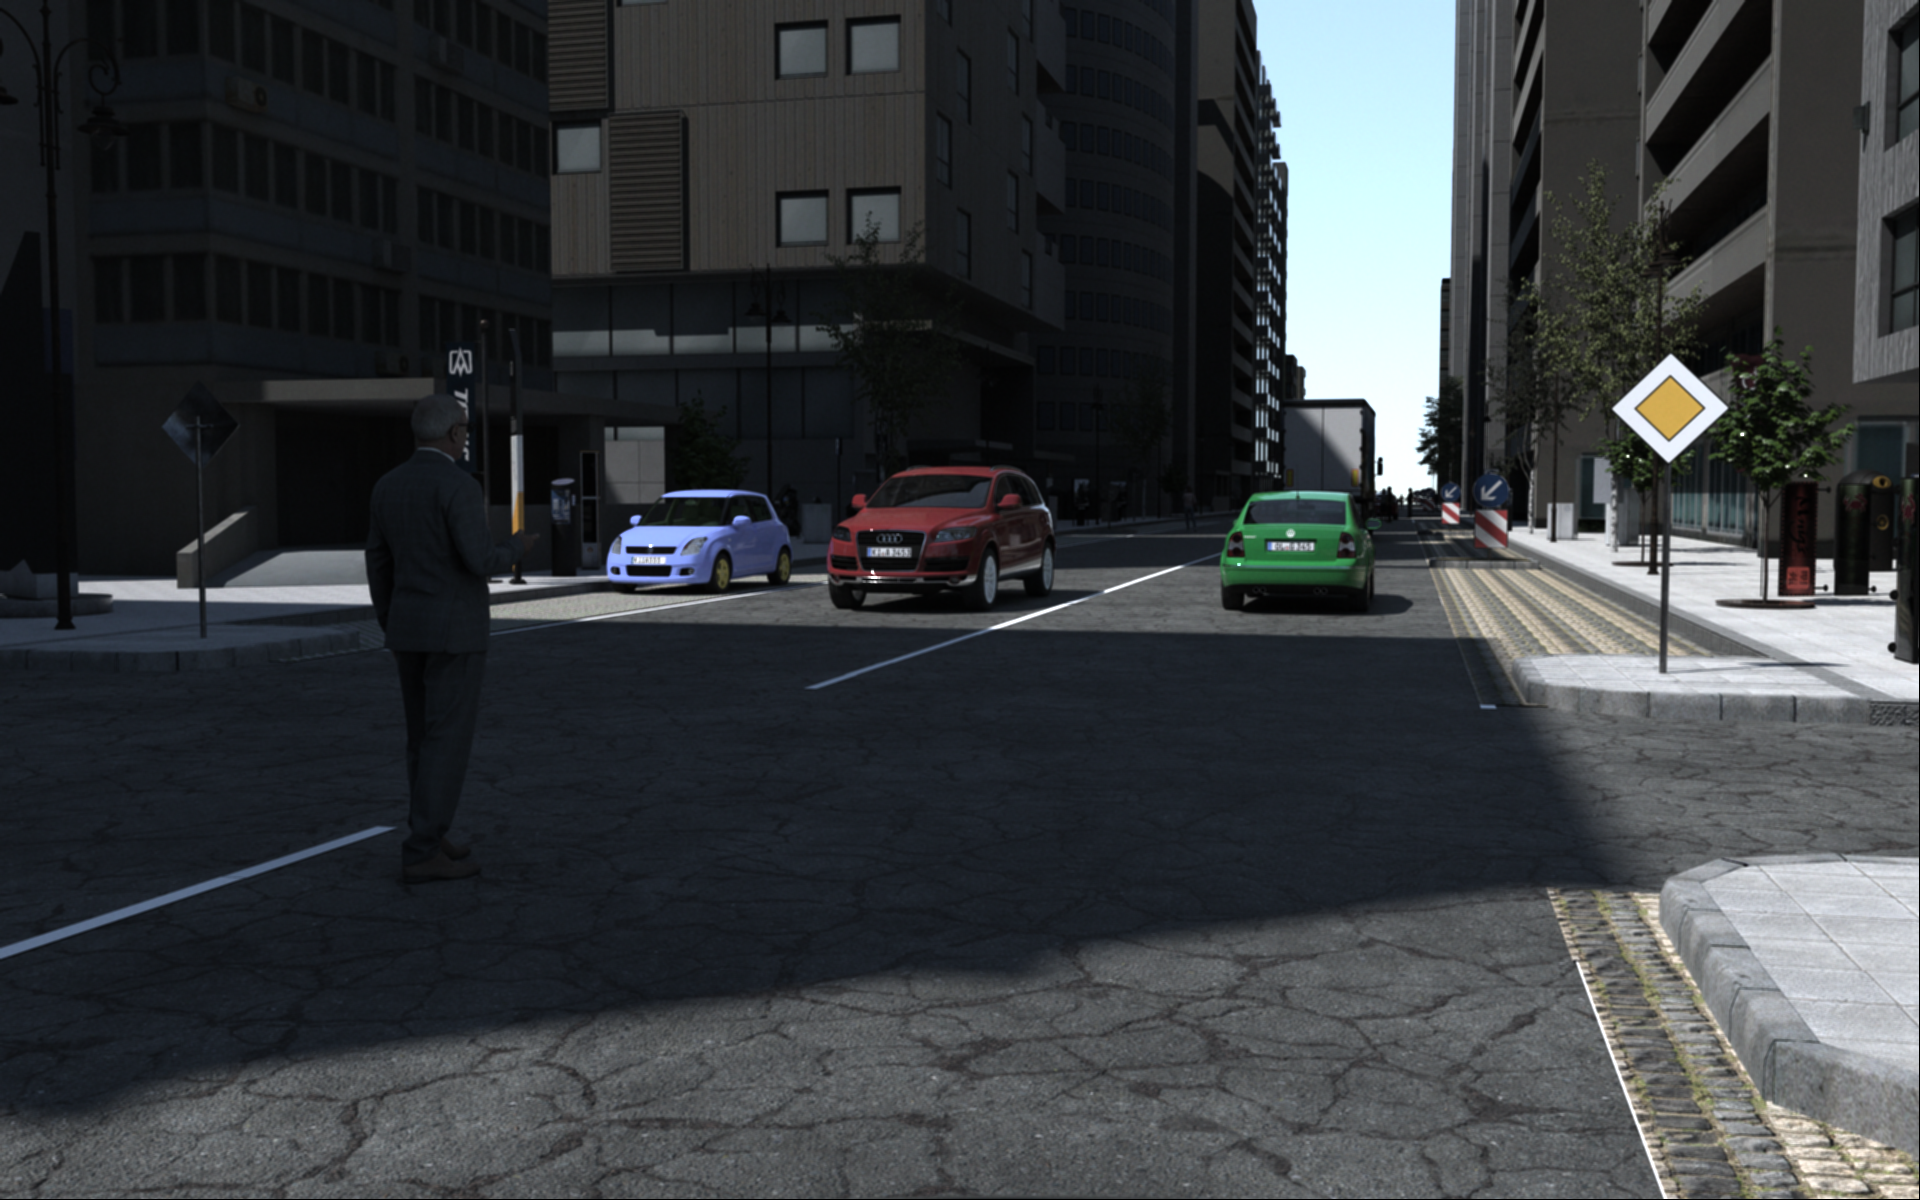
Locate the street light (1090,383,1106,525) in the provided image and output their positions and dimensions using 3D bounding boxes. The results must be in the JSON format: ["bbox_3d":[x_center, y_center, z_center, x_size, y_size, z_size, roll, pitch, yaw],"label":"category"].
[{"bbox_3d":[5.731,-6.075,72.115,0.468,5.910,1.993,1,4,14],"label":"street light"}]

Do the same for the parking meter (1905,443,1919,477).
[{"bbox_3d":[10.905,-0.847,19.559,0.255,1.863,0.399,-3,4,-38],"label":"parking meter"}]

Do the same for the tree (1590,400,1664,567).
[{"bbox_3d":[12.362,-2.222,30.929,1.663,3.219,1.824,0,3,0],"label":"tree"}]

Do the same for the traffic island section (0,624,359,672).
[{"bbox_3d":[-6.756,0.419,15.423,2.009,0.180,2.903,1,4,14],"label":"traffic island section"}]

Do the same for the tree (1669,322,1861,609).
[{"bbox_3d":[9.293,-1.528,19.591,1.663,3.219,1.824,0,3,0],"label":"tree"}]

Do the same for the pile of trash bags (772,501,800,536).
[{"bbox_3d":[-6.683,-2.628,52.720,3.447,1.369,1.912,-2,4,-23],"label":"pile of trash bags"}]

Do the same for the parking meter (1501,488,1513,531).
[{"bbox_3d":[18.955,-3.157,60.027,0.372,1.533,0.369,0,3,0],"label":"parking meter"}]

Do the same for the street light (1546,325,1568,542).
[{"bbox_3d":[15.870,-4.486,46.136,0.468,5.910,1.993,1,4,14],"label":"street light"}]

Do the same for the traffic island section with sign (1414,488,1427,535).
[{"bbox_3d":[17.071,-3.186,60.724,1.989,1.847,2.006,1,4,14],"label":"traffic island section with sign"}]

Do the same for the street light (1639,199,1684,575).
[{"bbox_3d":[11.059,-3.344,27.457,0.468,5.910,1.993,1,4,14],"label":"street light"}]

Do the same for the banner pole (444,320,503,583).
[{"bbox_3d":[-7.050,-2.141,25.029,0.863,3.779,0.401,1,4,15],"label":"banner pole"}]

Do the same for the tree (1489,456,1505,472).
[{"bbox_3d":[27.491,-5.734,88.359,1.663,3.219,1.824,0,3,0],"label":"tree"}]

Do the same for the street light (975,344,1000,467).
[{"bbox_3d":[0.850,-4.933,53.444,0.468,5.910,1.993,1,4,14],"label":"street light"}]

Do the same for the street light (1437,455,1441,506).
[{"bbox_3d":[50.522,-12.801,182.091,0.468,5.910,1.993,1,4,14],"label":"street light"}]

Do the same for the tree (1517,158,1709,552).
[{"bbox_3d":[14.361,-5.351,37.848,4.737,8.622,4.395,0,3,0],"label":"tree"}]

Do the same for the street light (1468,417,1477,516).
[{"bbox_3d":[30.262,-7.926,102.377,0.468,5.910,1.993,1,4,14],"label":"street light"}]

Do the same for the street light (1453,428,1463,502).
[{"bbox_3d":[34.919,-9.063,120.968,0.468,5.910,1.993,1,4,14],"label":"street light"}]

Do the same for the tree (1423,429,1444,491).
[{"bbox_3d":[48.289,-13.610,172.880,4.360,8.622,3.978,0,3,0],"label":"tree"}]

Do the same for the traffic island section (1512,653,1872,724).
[{"bbox_3d":[5.056,0.604,12.411,2.009,0.180,2.903,1,4,14],"label":"traffic island section"}]

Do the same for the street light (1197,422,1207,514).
[{"bbox_3d":[15.259,-8.359,109.457,0.468,5.910,1.993,1,4,14],"label":"street light"}]

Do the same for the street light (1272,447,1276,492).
[{"bbox_3d":[30.897,-12.109,170.770,0.468,5.910,1.993,1,4,14],"label":"street light"}]

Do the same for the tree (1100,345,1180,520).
[{"bbox_3d":[9.112,-8.317,86.339,4.737,8.622,4.395,0,3,0],"label":"tree"}]

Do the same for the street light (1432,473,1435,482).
[{"bbox_3d":[55.510,-13.980,201.367,0.468,5.910,1.993,1,4,14],"label":"street light"}]

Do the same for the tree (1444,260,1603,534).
[{"bbox_3d":[18.500,-6.441,55.679,4.360,8.622,3.978,0,3,0],"label":"tree"}]

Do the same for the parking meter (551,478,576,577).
[{"bbox_3d":[-6.178,-1.136,26.987,0.372,1.533,0.369,0,3,0],"label":"parking meter"}]

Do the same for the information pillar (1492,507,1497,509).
[{"bbox_3d":[25.214,-4.733,81.879,0.304,2.012,0.304,0,4,6],"label":"information pillar"}]

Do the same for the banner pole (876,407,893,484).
[{"bbox_3d":[-2.123,-3.655,49.775,0.863,3.779,0.401,3,5,43],"label":"banner pole"}]

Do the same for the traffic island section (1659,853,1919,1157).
[{"bbox_3d":[3.079,1.077,4.674,2.009,0.180,2.903,1,4,14],"label":"traffic island section"}]

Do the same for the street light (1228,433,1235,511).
[{"bbox_3d":[20.007,-9.495,128.024,0.468,5.910,1.993,1,4,14],"label":"street light"}]

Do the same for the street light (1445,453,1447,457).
[{"bbox_3d":[44.528,-11.343,158.247,0.468,5.910,1.993,1,4,14],"label":"street light"}]

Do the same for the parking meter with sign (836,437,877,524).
[{"bbox_3d":[-2.933,-3.503,53.541,1.738,3.016,0.543,-1,4,-16],"label":"parking meter with sign"}]

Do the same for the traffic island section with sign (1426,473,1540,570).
[{"bbox_3d":[10.186,-1.535,33.732,1.989,1.847,2.006,1,4,14],"label":"traffic island section with sign"}]

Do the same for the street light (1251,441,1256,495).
[{"bbox_3d":[24.939,-10.686,147.502,0.468,5.910,1.993,1,4,14],"label":"street light"}]

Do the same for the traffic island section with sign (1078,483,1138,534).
[{"bbox_3d":[5.426,-3.331,63.093,1.989,1.847,2.006,1,4,14],"label":"traffic island section with sign"}]

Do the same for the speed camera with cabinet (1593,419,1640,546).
[{"bbox_3d":[16.157,-2.952,42.597,0.660,3.252,2.038,3,4,36],"label":"speed camera with cabinet"}]

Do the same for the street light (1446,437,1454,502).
[{"bbox_3d":[39.744,-10.208,139.689,0.468,5.910,1.993,1,4,14],"label":"street light"}]

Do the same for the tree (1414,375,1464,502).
[{"bbox_3d":[47.438,-15.146,165.769,7.486,12.596,7.792,0,3,0],"label":"tree"}]

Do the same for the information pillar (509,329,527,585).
[{"bbox_3d":[-6.278,-2.030,24.541,0.183,3.616,0.504,-2,4,-24],"label":"information pillar"}]

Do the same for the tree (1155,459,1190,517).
[{"bbox_3d":[12.138,-6.315,97.846,1.663,3.219,1.824,0,3,0],"label":"tree"}]

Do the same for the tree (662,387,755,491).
[{"bbox_3d":[-4.765,-2.249,31.375,1.663,3.219,1.824,0,3,0],"label":"tree"}]

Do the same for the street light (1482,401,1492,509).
[{"bbox_3d":[25.582,-6.817,84.247,0.468,5.910,1.993,1,4,14],"label":"street light"}]

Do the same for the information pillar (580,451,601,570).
[{"bbox_3d":[-6.266,-1.523,29.386,0.304,2.012,0.304,0,4,-4],"label":"information pillar"}]

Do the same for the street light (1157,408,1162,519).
[{"bbox_3d":[10.414,-7.199,90.490,0.468,5.910,1.993,1,4,14],"label":"street light"}]

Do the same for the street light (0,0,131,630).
[{"bbox_3d":[-8.502,-2.660,16.273,0.468,5.910,1.993,1,4,14],"label":"street light"}]

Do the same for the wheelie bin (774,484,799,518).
[{"bbox_3d":[-5.524,-2.897,55.272,0.693,1.594,0.980,-1,4,-23],"label":"wheelie bin"}]

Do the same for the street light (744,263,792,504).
[{"bbox_3d":[-3.839,-3.797,34.861,0.468,5.910,1.993,1,4,14],"label":"street light"}]

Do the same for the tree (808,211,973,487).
[{"bbox_3d":[-1.838,-5.853,46.066,4.737,8.622,4.395,0,3,0],"label":"tree"}]

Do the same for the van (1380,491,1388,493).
[{"bbox_3d":[52.303,-12.584,212.757,2.013,2.044,4.112,1,4,14],"label":"van"}]

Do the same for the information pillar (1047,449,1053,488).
[{"bbox_3d":[4.654,-6.019,89.759,0.183,3.616,0.504,2,4,34],"label":"information pillar"}]

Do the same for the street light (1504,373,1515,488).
[{"bbox_3d":[20.767,-5.670,65.491,0.468,5.910,1.993,1,4,14],"label":"street light"}]
